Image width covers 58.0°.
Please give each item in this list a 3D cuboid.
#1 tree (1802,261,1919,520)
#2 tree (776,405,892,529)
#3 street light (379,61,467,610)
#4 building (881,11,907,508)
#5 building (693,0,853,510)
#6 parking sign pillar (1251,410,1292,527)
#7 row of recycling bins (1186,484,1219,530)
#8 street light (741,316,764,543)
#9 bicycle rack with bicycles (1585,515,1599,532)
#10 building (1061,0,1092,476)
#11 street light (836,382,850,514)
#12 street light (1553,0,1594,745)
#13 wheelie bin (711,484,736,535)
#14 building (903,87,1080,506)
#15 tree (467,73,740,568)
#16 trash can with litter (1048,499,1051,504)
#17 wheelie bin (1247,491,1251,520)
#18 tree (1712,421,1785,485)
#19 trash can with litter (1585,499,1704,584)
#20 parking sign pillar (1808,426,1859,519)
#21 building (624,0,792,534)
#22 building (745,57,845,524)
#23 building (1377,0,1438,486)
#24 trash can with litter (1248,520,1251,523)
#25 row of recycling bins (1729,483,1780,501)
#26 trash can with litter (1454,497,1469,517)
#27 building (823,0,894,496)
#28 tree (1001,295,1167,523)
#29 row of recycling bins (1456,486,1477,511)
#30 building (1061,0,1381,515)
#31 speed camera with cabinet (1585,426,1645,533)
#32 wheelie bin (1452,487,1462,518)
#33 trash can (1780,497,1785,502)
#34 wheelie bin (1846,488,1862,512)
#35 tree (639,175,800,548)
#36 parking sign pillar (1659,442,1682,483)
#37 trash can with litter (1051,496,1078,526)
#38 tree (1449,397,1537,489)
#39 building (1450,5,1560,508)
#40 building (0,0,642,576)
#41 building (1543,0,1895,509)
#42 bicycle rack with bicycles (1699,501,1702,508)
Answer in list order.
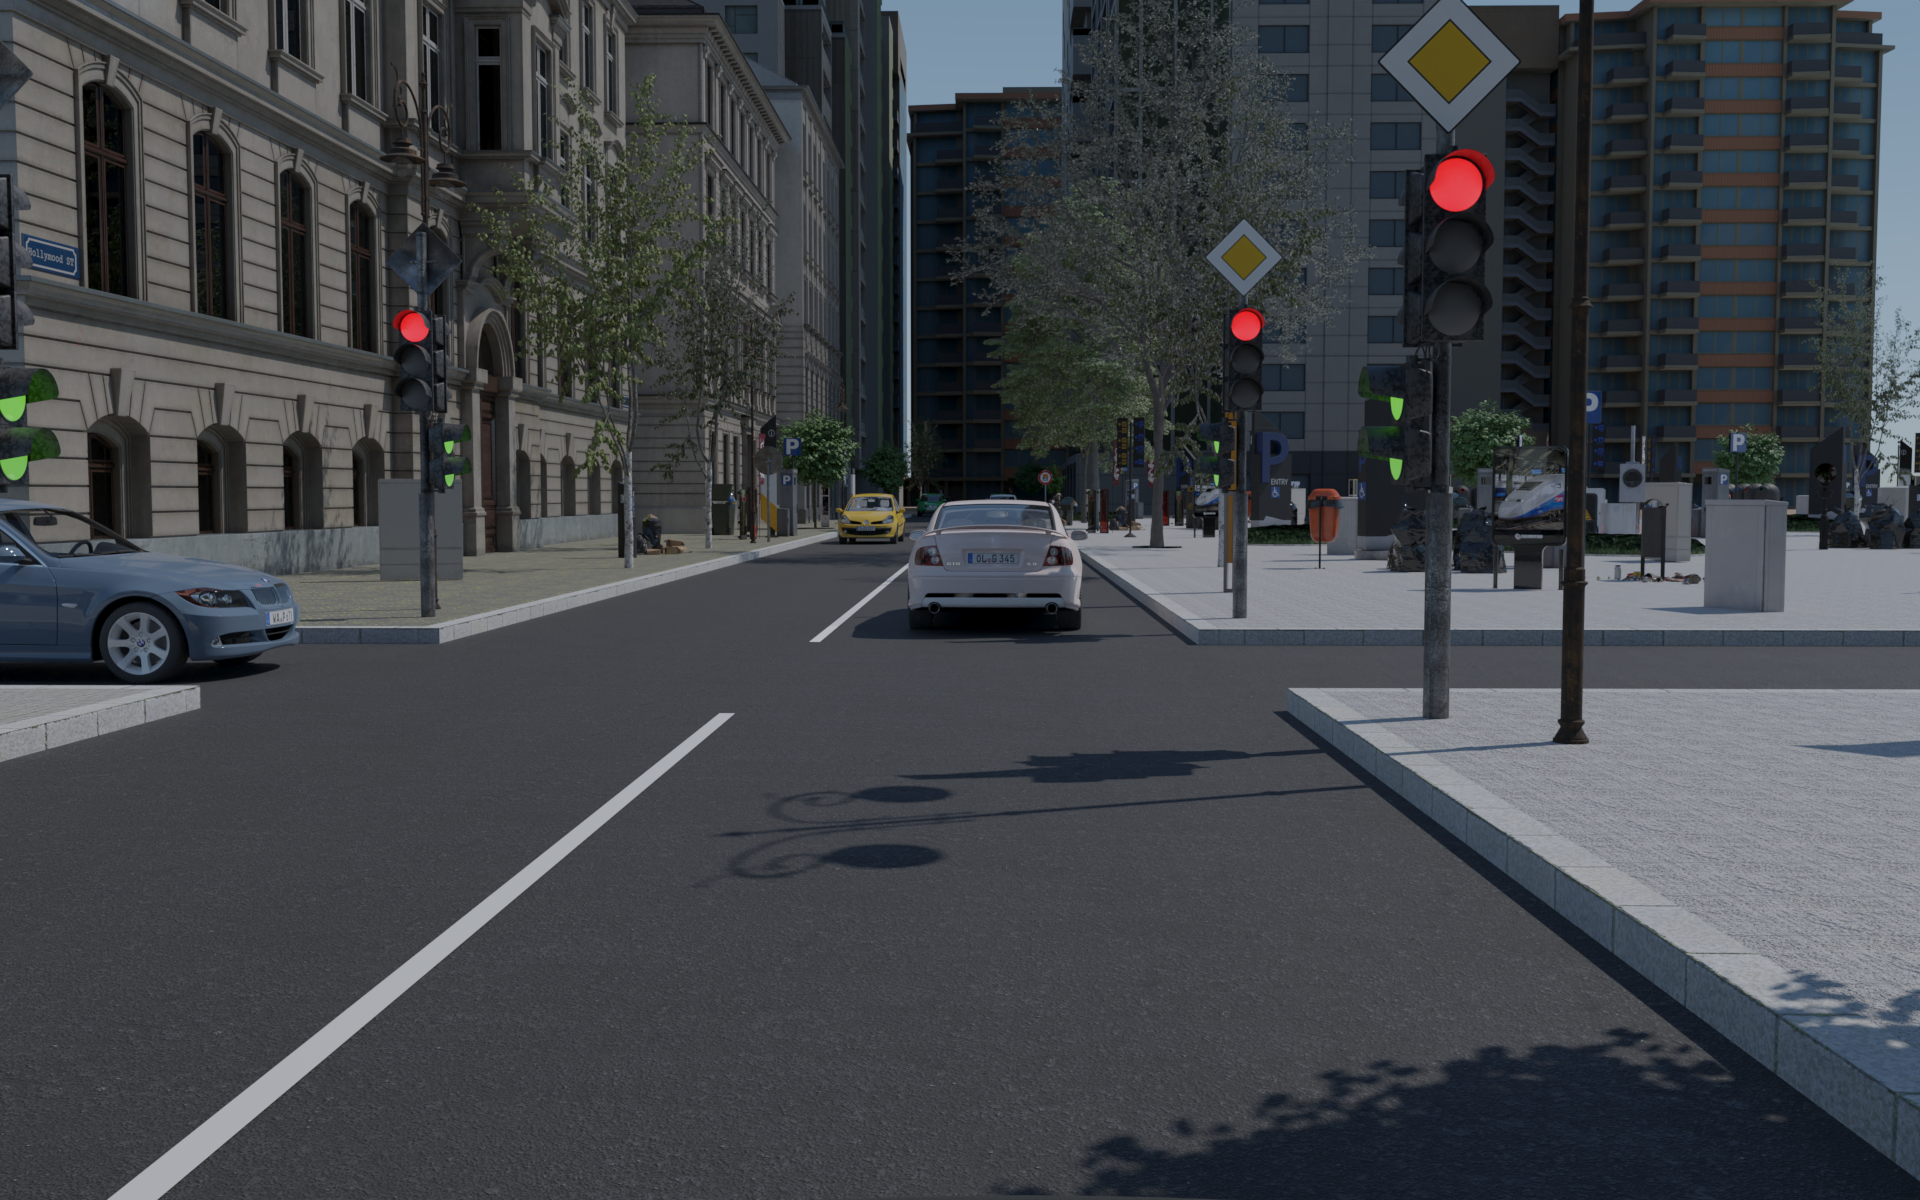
[{"bbox_3d":[28.423,-6.363,54.397,4.360,8.622,3.978,0,3,0],"label":"tree"},{"bbox_3d":[-5.273,-4.908,63.961,4.285,4.588,4.351,0,3,0],"label":"tree"},{"bbox_3d":[-5.878,-2.835,19.133,0.468,5.910,1.993,0,4,1],"label":"street light"},{"bbox_3d":[-12.335,-31.157,159.532,14.200,45.320,14.600,0,4,1],"label":"building"},{"bbox_3d":[-13.852,-20.148,101.126,14.160,30.474,14.107,0,4,1],"label":"building"},{"bbox_3d":[9.815,-4.044,54.590,1.447,3.967,1.447,-2,4,-30],"label":"parking sign pillar"},{"bbox_3d":[9.188,-3.446,63.451,1.069,1.692,3.534,-1,4,-11],"label":"row of recycling bins"},{"bbox_3d":[-5.392,-4.416,44.983,0.468,5.910,1.993,0,4,1],"label":"street light"},{"bbox_3d":[14.976,-1.902,44.482,2.925,0.926,2.852,0,4,-5],"label":"bicycle rack with bicycles"},{"bbox_3d":[22.824,-34.434,152.231,28.713,52.752,27.495,0,4,1],"label":"building"},{"bbox_3d":[-4.857,-6.053,71.755,0.468,5.910,1.993,0,4,1],"label":"street light"},{"bbox_3d":[3.158,-2.201,8.775,0.468,5.910,1.993,0,4,1],"label":"street light"},{"bbox_3d":[-7.433,-2.831,54.187,0.980,1.594,0.693,1,4,15],"label":"wheelie bin"},{"bbox_3d":[7.201,-32.701,189.292,28.867,44.769,22.147,0,4,1],"label":"building"},{"bbox_3d":[-5.983,-4.857,29.775,4.737,8.622,4.395,0,3,0],"label":"tree"},{"bbox_3d":[4.655,-4.767,89.324,0.624,1.170,1.055,-3,4,-37],"label":"trash can with litter"},{"bbox_3d":[14.534,-4.714,84.983,0.693,1.594,0.980,-2,4,-28],"label":"wheelie bin"},{"bbox_3d":[35.639,-5.794,78.453,4.285,4.588,4.351,0,3,0],"label":"tree"},{"bbox_3d":[10.288,-0.874,25.354,1.678,1.210,2.233,-1,4,-12],"label":"trash can with litter"},{"bbox_3d":[34.791,-4.951,69.423,1.447,3.967,1.447,-3,4,-39],"label":"parking sign pillar"},{"bbox_3d":[-12.574,-12.203,64.150,10.561,19.102,19.286,0,4,1],"label":"building"},{"bbox_3d":[-11.131,-14.291,82.808,9.793,20.994,18.267,0,4,1],"label":"building"},{"bbox_3d":[17.343,-40.914,107.190,20.563,71.187,20.611,0,4,1],"label":"building"},{"bbox_3d":[12.697,-3.965,75.882,2.233,1.210,1.678,1,4,20],"label":"trash can with litter"},{"bbox_3d":[31.181,-3.754,68.489,1.069,1.692,3.534,0,4,-6],"label":"row of recycling bins"},{"bbox_3d":[20.186,-3.558,69.555,0.624,1.170,1.055,0,4,8],"label":"trash can with litter"},{"bbox_3d":[-12.957,-28.161,144.029,14.154,41.232,14.086,0,4,1],"label":"building"},{"bbox_3d":[5.261,-8.665,76.080,8.767,10.594,7.601,3,4,38],"label":"tree"},{"bbox_3d":[23.734,-4.680,83.636,3.534,1.692,1.069,0,4,-2],"label":"row of recycling bins"},{"bbox_3d":[18.252,-42.171,127.748,20.563,71.187,20.611,0,4,1],"label":"building"},{"bbox_3d":[18.753,-3.418,50.215,2.038,3.252,0.660,1,4,19],"label":"speed camera with cabinet"},{"bbox_3d":[23.403,-4.546,82.241,0.693,1.594,0.980,-1,4,-15],"label":"wheelie bin"},{"bbox_3d":[39.503,-4.413,83.803,0.748,1.137,0.748,0,3,0],"label":"trash can"},{"bbox_3d":[43.417,-4.668,84.227,0.693,1.594,0.980,3,5,41],"label":"wheelie bin"},{"bbox_3d":[-5.910,-5.538,40.906,4.360,8.622,3.978,0,3,0],"label":"tree"},{"bbox_3d":[37.259,-6.261,90.845,1.447,3.967,1.447,-1,4,-12],"label":"parking sign pillar"},{"bbox_3d":[4.260,-3.557,69.542,0.624,1.170,1.055,2,4,25],"label":"trash can with litter"},{"bbox_3d":[17.814,-4.594,58.823,4.285,4.588,4.351,0,3,0],"label":"tree"},{"bbox_3d":[44.646,-31.047,157.732,14.200,45.320,14.600,0,4,1],"label":"building"},{"bbox_3d":[-15.682,-13.303,36.594,14.460,24.649,34.723,0,4,1],"label":"building"},{"bbox_3d":[66.114,-30.564,154.347,28.867,44.769,22.147,0,4,1],"label":"building"},{"bbox_3d":[38.705,-4.546,87.710,2.852,0.926,2.925,2,4,33],"label":"bicycle rack with bicycles"}]
